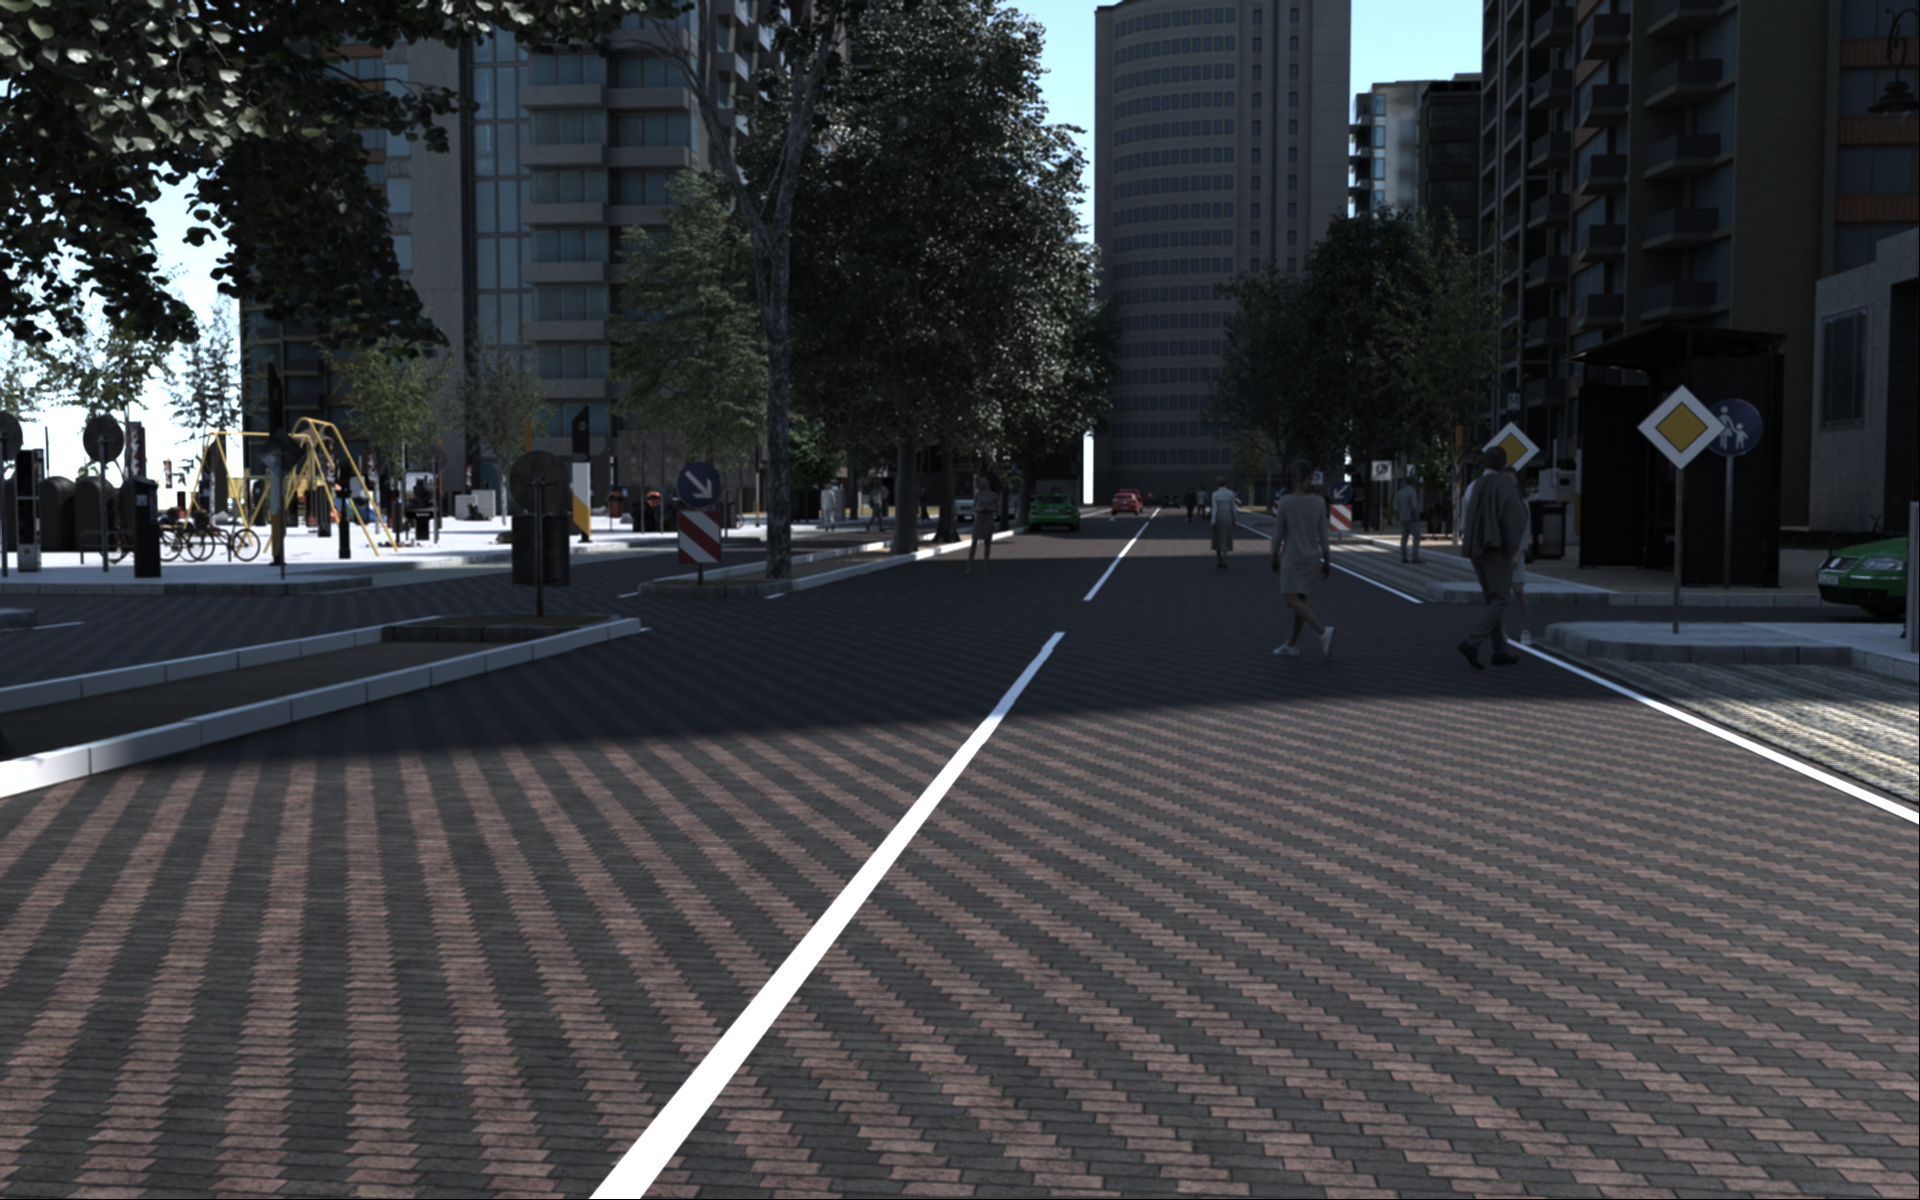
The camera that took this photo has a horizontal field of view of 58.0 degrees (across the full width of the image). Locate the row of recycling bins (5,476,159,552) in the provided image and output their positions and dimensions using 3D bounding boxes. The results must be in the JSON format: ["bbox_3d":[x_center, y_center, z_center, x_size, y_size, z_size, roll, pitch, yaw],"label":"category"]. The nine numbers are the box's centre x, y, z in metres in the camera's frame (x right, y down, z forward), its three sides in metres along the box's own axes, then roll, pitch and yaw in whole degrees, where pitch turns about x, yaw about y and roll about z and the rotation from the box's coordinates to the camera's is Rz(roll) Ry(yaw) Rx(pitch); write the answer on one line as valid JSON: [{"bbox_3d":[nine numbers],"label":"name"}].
[{"bbox_3d":[-19.690,-1.934,38.730,3.534,1.692,1.069,0,4,3],"label":"row of recycling bins"}]

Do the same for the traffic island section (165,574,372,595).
[{"bbox_3d":[-10.194,-0.229,26.022,2.009,0.180,2.903,0,4,7],"label":"traffic island section"}]

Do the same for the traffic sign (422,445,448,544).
[{"bbox_3d":[-13.551,-2.727,44.690,0.768,2.556,0.104,1,4,17],"label":"traffic sign"}]

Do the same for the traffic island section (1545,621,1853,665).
[{"bbox_3d":[6.604,0.388,15.941,2.009,0.180,2.903,0,4,7],"label":"traffic island section"}]

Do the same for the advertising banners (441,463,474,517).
[{"bbox_3d":[-28.132,-6.147,96.698,2.074,3.025,0.090,-2,4,-34],"label":"advertising banners"}]

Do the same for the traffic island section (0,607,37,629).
[{"bbox_3d":[-11.157,0.256,18.095,2.009,0.180,2.903,0,4,7],"label":"traffic island section"}]

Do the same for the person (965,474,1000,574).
[{"bbox_3d":[0.403,-1.352,30.942,0.599,1.781,0.374,0,4,5],"label":"person"}]

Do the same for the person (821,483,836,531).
[{"bbox_3d":[-5.009,-3.529,66.077,0.514,1.842,0.818,-1,4,-16],"label":"person"}]

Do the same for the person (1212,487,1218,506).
[{"bbox_3d":[14.225,-5.353,96.252,0.478,1.798,0.641,3,5,43],"label":"person"}]

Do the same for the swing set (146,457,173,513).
[{"bbox_3d":[-34.462,-4.706,74.567,3.119,2.851,2.862,3,5,43],"label":"swing set"}]

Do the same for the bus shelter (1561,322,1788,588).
[{"bbox_3d":[10.821,-2.168,26.731,1.731,3.624,6.357,0,4,7],"label":"bus shelter"}]

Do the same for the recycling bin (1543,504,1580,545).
[{"bbox_3d":[15.201,-1.901,43.638,0.722,1.027,0.722,-2,4,-27],"label":"recycling bin"}]

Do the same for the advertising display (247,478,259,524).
[{"bbox_3d":[-29.145,-4.050,71.437,0.123,1.923,0.974,0,4,0],"label":"advertising display"}]

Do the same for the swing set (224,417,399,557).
[{"bbox_3d":[-13.600,-2.387,36.642,2.862,2.851,3.119,-1,4,-10],"label":"swing set"}]

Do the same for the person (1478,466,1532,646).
[{"bbox_3d":[5.238,-0.434,16.592,0.512,1.701,0.522,1,4,23],"label":"person"}]

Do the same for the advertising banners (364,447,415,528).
[{"bbox_3d":[-21.315,-4.221,65.204,2.074,3.025,0.090,-2,4,-26],"label":"advertising banners"}]

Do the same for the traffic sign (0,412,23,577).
[{"bbox_3d":[-14.809,-1.631,26.776,0.768,2.556,0.104,1,4,14],"label":"traffic sign"}]

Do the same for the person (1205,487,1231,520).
[{"bbox_3d":[14.113,-5.214,93.971,1.509,1.804,0.699,1,4,14],"label":"person"}]

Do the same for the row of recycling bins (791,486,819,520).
[{"bbox_3d":[-8.185,-4.852,86.444,1.069,1.692,3.534,2,4,26],"label":"row of recycling bins"}]

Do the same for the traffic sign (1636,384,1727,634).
[{"bbox_3d":[6.579,-0.748,15.867,0.795,2.450,0.064,0,4,7],"label":"traffic sign"}]

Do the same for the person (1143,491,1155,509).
[{"bbox_3d":[18.358,-9.736,168.408,1.217,1.743,0.721,0,4,-2],"label":"person"}]

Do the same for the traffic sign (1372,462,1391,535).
[{"bbox_3d":[13.023,-3.144,53.536,0.606,2.300,0.079,1,4,8],"label":"traffic sign"}]

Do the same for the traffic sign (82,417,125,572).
[{"bbox_3d":[-14.098,-1.737,28.508,0.768,2.556,0.104,1,4,10],"label":"traffic sign"}]

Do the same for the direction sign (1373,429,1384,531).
[{"bbox_3d":[14.746,-4.217,60.953,0.379,3.537,0.876,0,4,-2],"label":"direction sign"}]

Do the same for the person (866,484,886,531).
[{"bbox_3d":[-3.235,-3.533,66.357,0.850,1.850,0.679,2,4,27],"label":"person"}]

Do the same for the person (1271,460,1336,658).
[{"bbox_3d":[3.034,-0.362,15.175,0.466,1.731,0.760,-3,4,-38],"label":"person"}]

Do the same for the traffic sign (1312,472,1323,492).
[{"bbox_3d":[16.116,-4.668,78.449,0.606,2.300,0.079,1,4,12],"label":"traffic sign"}]

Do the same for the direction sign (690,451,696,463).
[{"bbox_3d":[-13.677,-5.920,88.795,0.379,3.537,0.876,1,4,12],"label":"direction sign"}]

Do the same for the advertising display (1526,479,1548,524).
[{"bbox_3d":[24.576,-4.199,73.859,0.974,1.923,0.123,3,4,37],"label":"advertising display"}]

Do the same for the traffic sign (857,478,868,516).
[{"bbox_3d":[-5.699,-6.164,100.782,0.884,2.594,0.081,1,4,9],"label":"traffic sign"}]

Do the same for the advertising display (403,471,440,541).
[{"bbox_3d":[-14.908,-2.614,47.960,0.974,1.923,0.123,-2,4,-34],"label":"advertising display"}]

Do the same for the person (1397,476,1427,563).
[{"bbox_3d":[9.268,-1.658,35.704,0.391,1.810,0.635,-2,4,-34],"label":"person"}]

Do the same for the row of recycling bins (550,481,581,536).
[{"bbox_3d":[-12.463,-2.927,54.975,1.069,1.692,3.534,0,4,-7],"label":"row of recycling bins"}]

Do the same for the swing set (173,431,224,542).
[{"bbox_3d":[-17.862,-2.872,44.582,2.862,2.851,3.119,2,4,30],"label":"swing set"}]

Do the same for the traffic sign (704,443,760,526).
[{"bbox_3d":[-9.068,-4.585,68.831,2.265,3.308,0.079,1,4,11],"label":"traffic sign"}]

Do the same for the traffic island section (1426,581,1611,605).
[{"bbox_3d":[7.566,-0.097,23.868,2.009,0.180,2.903,0,4,7],"label":"traffic island section"}]

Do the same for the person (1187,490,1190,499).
[{"bbox_3d":[21.170,-9.277,160.199,0.705,1.821,1.348,2,4,28],"label":"person"}]

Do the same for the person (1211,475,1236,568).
[{"bbox_3d":[5.078,-1.511,33.436,0.478,1.798,0.641,1,4,13],"label":"person"}]

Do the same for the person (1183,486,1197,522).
[{"bbox_3d":[11.681,-4.862,87.767,0.659,1.850,0.755,1,4,19],"label":"person"}]

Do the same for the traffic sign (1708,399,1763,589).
[{"bbox_3d":[10.351,-1.419,23.308,0.768,2.556,0.104,1,4,15],"label":"traffic sign"}]

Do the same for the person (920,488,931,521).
[{"bbox_3d":[-1.841,-4.960,90.011,0.534,1.772,0.576,-3,5,-40],"label":"person"}]

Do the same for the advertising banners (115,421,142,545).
[{"bbox_3d":[-20.343,-2.788,41.776,2.074,3.025,0.090,2,4,30],"label":"advertising banners"}]

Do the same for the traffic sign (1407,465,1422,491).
[{"bbox_3d":[15.703,-3.523,59.733,0.606,2.300,0.079,1,4,16],"label":"traffic sign"}]

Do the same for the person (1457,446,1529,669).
[{"bbox_3d":[4.427,-0.352,14.353,0.850,1.850,0.679,-2,4,-34],"label":"person"}]

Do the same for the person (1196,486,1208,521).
[{"bbox_3d":[12.743,-5.079,91.381,0.661,1.843,0.795,1,4,22],"label":"person"}]

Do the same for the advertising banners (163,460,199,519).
[{"bbox_3d":[-40.612,-5.760,90.369,0.090,3.025,2.074,2,4,34],"label":"advertising banners"}]

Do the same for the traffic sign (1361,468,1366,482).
[{"bbox_3d":[19.192,-4.958,81.161,0.768,2.556,0.104,1,4,11],"label":"traffic sign"}]

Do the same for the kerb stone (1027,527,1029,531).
[{"bbox_3d":[2.435,-2.668,65.814,0.120,0.150,1.000,0,4,7],"label":"kerb stone"}]

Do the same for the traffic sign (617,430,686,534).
[{"bbox_3d":[-9.833,-3.754,55.251,2.265,3.308,0.079,1,4,9],"label":"traffic sign"}]

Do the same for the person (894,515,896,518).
[{"bbox_3d":[-2.338,-3.806,71.089,0.694,1.780,0.624,-2,4,-24],"label":"person"}]

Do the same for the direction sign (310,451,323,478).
[{"bbox_3d":[-34.183,-6.115,91.977,0.379,3.537,0.876,2,4,35],"label":"direction sign"}]

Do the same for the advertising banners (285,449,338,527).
[{"bbox_3d":[-25.151,-4.338,67.122,2.074,3.025,0.090,-1,4,-13],"label":"advertising banners"}]

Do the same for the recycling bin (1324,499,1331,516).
[{"bbox_3d":[20.275,-5.138,96.556,0.722,1.027,0.722,0,4,1],"label":"recycling bin"}]
